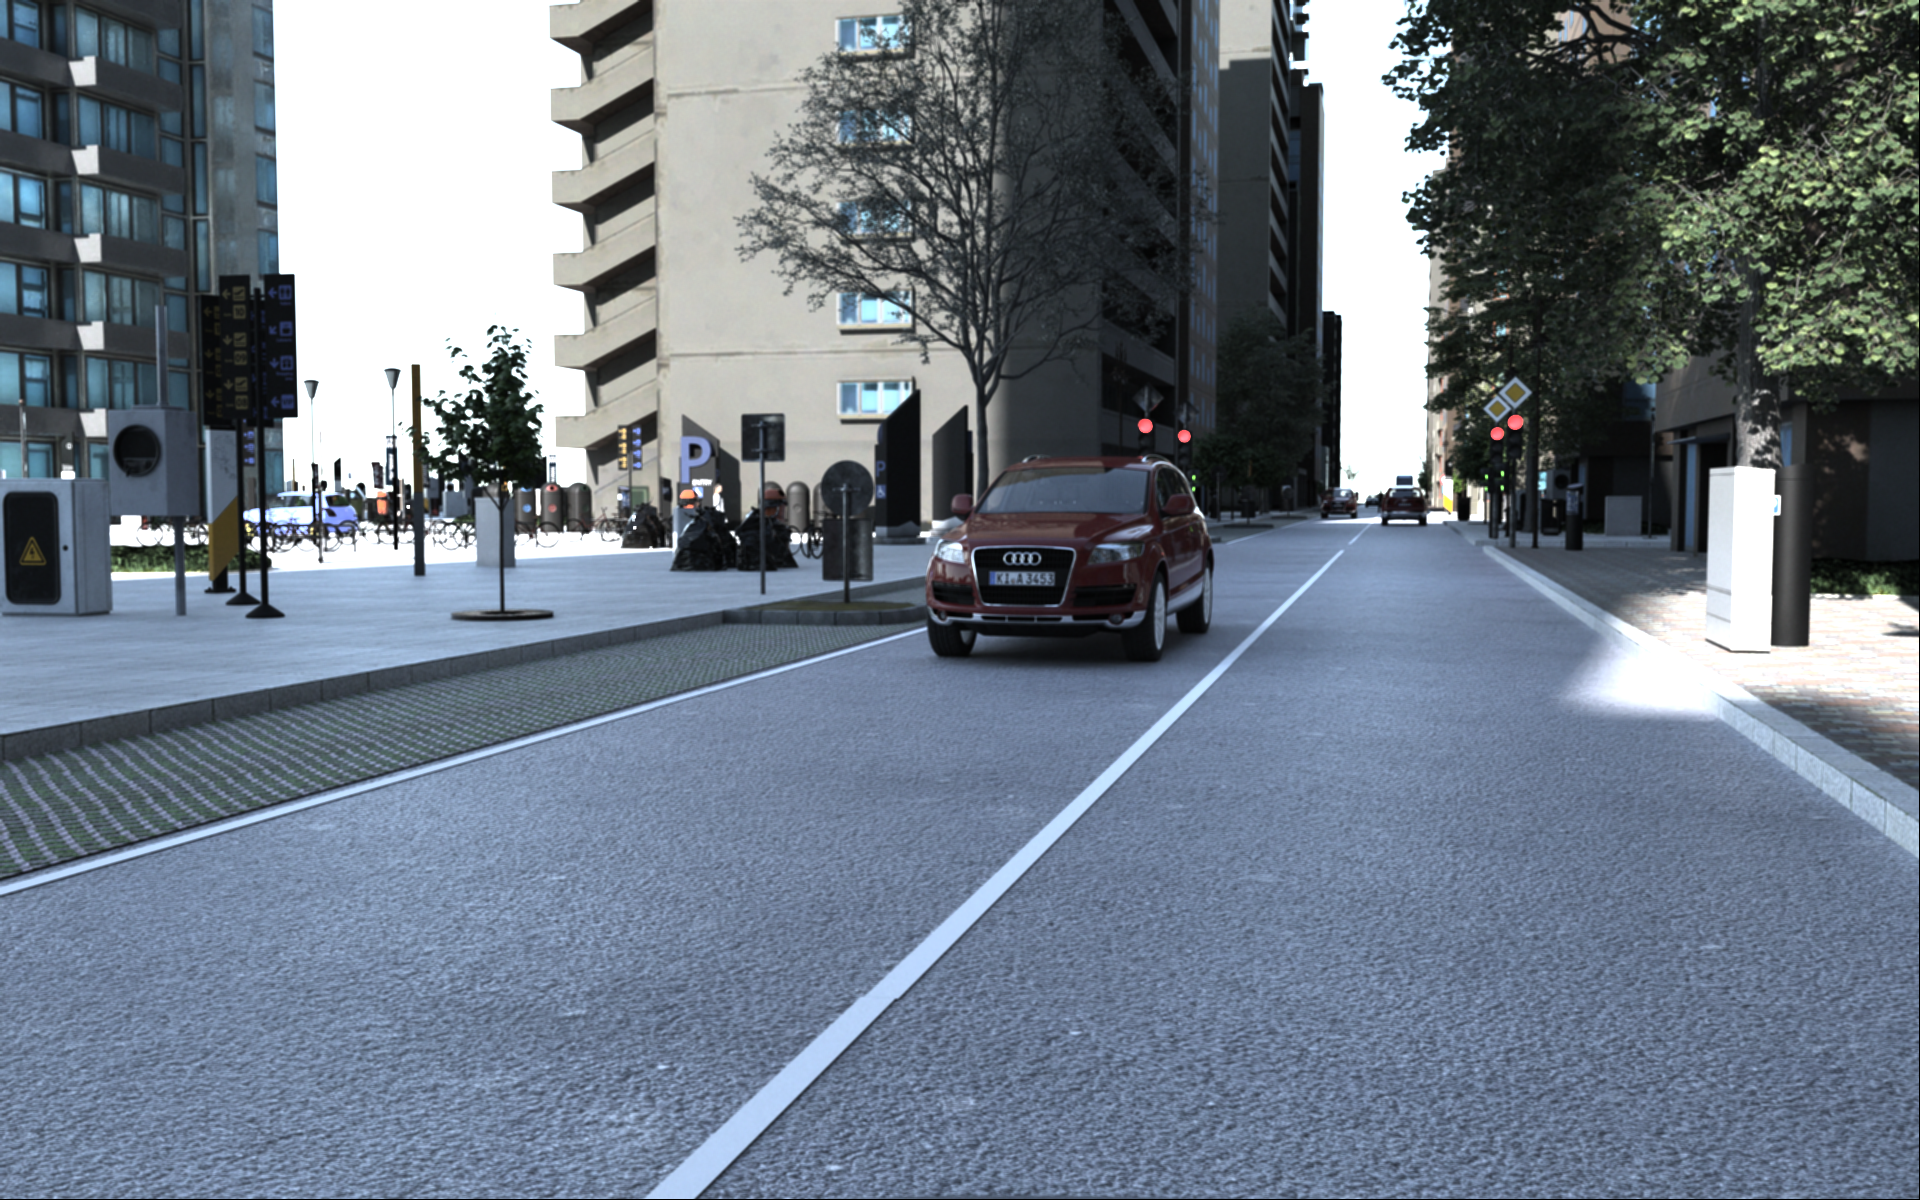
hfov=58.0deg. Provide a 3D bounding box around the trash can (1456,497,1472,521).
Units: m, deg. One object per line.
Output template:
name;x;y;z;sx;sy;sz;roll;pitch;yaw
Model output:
trash can;24.154;-4.366;83.038;0.748;1.137;0.748;0;3;0

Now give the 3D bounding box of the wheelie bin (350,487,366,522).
wheelie bin;-27.507;-4.348;78.998;0.693;1.594;0.980;0;4;-5

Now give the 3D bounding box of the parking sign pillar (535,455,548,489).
parking sign pillar;-28.925;-7.961;118.634;1.447;3.967;1.447;-3;5;-43

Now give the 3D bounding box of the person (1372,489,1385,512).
person;32.756;-7.726;134.839;1.348;1.822;0.705;1;4;16

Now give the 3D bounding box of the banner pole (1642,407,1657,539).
banner pole;19.824;-3.645;49.608;0.401;3.779;0.863;1;4;16

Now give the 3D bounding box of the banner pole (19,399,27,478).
banner pole;-24.888;-3.430;46.096;0.401;3.779;0.863;-1;4;-22

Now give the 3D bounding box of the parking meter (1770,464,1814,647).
parking meter;7.010;-0.383;14.679;0.372;1.533;0.369;0;3;0

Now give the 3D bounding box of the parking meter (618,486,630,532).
parking meter;-10.861;-2.911;56.009;0.372;1.533;0.369;0;3;0

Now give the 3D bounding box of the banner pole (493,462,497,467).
banner pole;-23.848;-5.976;87.718;0.863;3.779;0.401;-2;4;-27

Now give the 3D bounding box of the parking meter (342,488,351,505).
parking meter;-27.478;-4.228;77.542;0.372;1.533;0.369;0;3;0

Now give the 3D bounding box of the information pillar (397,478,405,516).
information pillar;-26.383;-4.723;81.719;0.304;2.012;0.304;1;4;23

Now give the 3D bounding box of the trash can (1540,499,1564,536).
trash can;18.271;-2.560;53.517;0.748;1.137;0.748;0;3;0

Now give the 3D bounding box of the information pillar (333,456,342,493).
information pillar;-37.920;-6.989;105.627;0.504;3.616;0.183;0;4;-4

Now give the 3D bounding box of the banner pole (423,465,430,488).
banner pole;-27.403;-6.008;88.255;0.863;3.779;0.401;0;4;1

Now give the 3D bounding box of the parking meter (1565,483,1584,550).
parking meter;14.036;-1.905;39.553;0.372;1.533;0.369;0;3;0

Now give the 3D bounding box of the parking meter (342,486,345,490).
parking meter;-45.988;-7.536;128.932;0.399;1.863;0.255;-3;4;-36

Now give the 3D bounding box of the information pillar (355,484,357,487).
information pillar;-42.760;-7.254;123.099;0.304;2.012;0.304;-3;5;-41

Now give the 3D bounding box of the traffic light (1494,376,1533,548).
traffic light;13.209;-3.208;41.369;0.839;4.253;0.868;1;4;14

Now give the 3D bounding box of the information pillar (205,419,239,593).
information pillar;-9.593;-1.906;22.510;0.183;3.616;0.504;2;4;25

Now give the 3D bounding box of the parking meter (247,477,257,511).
parking meter;-24.662;-3.343;60.364;0.255;1.863;0.399;-1;4;-16

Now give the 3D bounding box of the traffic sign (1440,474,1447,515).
traffic sign;30.305;-6.597;107.970;0.768;2.556;0.104;1;4;16

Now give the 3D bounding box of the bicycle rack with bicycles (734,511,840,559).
bicycle rack with bicycles;-3.214;-1.372;35.818;2.852;0.926;2.925;2;4;28

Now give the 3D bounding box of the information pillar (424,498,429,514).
information pillar;-34.731;-7.410;112.514;0.504;3.616;0.183;1;4;16

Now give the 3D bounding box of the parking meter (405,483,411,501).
parking meter;-29.061;-5.213;90.951;0.399;1.863;0.255;-2;4;-25

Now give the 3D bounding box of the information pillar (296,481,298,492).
information pillar;-37.898;-5.762;98.695;0.304;2.012;0.304;-2;4;-24

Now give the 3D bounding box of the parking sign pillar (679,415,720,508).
parking sign pillar;-8.790;-4.282;58.487;1.447;3.967;1.447;1;4;13

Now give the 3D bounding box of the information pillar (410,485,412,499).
information pillar;-43.281;-8.052;136.147;0.304;2.012;0.304;1;4;15

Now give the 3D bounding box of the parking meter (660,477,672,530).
parking meter;-9.962;-3.243;58.734;0.399;1.863;0.255;-1;4;-16

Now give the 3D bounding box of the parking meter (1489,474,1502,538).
parking meter;15.537;-2.731;50.371;0.255;1.863;0.399;1;4;15

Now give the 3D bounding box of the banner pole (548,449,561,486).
banner pole;-22.257;-6.444;95.383;0.863;3.779;0.401;-2;4;-26

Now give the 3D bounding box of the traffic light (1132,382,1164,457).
traffic light;4.714;-3.339;43.509;0.839;4.253;0.868;1;4;14

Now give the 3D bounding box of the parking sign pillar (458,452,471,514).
parking sign pillar;-29.826;-7.133;105.103;1.447;3.967;1.447;2;4;29

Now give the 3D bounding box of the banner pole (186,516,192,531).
banner pole;-26.732;-4.280;59.995;0.401;3.779;0.863;-1;4;-11

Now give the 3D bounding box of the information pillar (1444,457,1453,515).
information pillar;29.454;-6.913;104.385;0.504;3.616;0.183;2;4;27

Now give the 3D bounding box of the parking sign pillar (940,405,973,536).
parking sign pillar;-0.221;-3.955;53.141;1.447;3.967;1.447;3;4;39

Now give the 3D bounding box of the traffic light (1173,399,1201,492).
traffic light;6.686;-3.812;51.248;0.839;4.253;0.868;1;4;14

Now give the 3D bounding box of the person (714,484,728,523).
person;-7.086;-2.532;50.655;0.466;1.731;0.760;3;5;39

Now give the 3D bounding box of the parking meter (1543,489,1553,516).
parking meter;23.643;-3.745;69.634;0.372;1.533;0.369;0;3;0

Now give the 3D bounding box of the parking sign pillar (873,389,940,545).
parking sign pillar;-1.587;-3.411;44.239;1.447;3.967;1.447;3;5;40

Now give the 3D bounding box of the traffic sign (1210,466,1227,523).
traffic sign;11.549;-4.727;77.387;0.768;2.556;0.104;1;4;20

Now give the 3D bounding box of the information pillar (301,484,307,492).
information pillar;-50.065;-7.812;132.214;0.304;2.012;0.304;0;4;-7

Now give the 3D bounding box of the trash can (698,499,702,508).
trash can;-8.649;-2.702;55.830;0.748;1.137;0.748;0;3;0

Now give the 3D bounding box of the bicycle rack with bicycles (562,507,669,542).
bicycle rack with bicycles;-9.004;-2.054;46.958;2.925;0.926;2.852;0;4;7

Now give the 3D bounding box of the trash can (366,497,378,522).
trash can;-27.328;-4.225;80.732;0.748;1.137;0.748;0;3;0

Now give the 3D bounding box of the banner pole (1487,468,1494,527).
banner pole;20.860;-4.754;67.744;0.401;3.779;0.863;1;4;14

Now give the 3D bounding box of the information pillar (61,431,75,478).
information pillar;-33.216;-4.478;64.568;0.504;3.616;0.183;0;4;4

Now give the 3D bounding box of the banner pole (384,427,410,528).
banner pole;-21.038;-4.567;64.694;0.863;3.779;0.401;-2;4;-31

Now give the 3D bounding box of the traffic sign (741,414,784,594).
traffic sign;-2.521;-1.223;22.126;0.606;2.300;0.079;1;4;20

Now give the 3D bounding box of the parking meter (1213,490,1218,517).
parking meter;13.664;-5.119;92.108;0.372;1.533;0.369;0;3;0

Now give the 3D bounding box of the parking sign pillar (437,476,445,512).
parking sign pillar;-37.144;-8.286;123.952;1.447;3.967;1.447;-1;4;-20

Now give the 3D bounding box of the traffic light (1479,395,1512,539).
traffic light;15.181;-3.681;49.108;0.839;4.253;0.868;1;4;14
